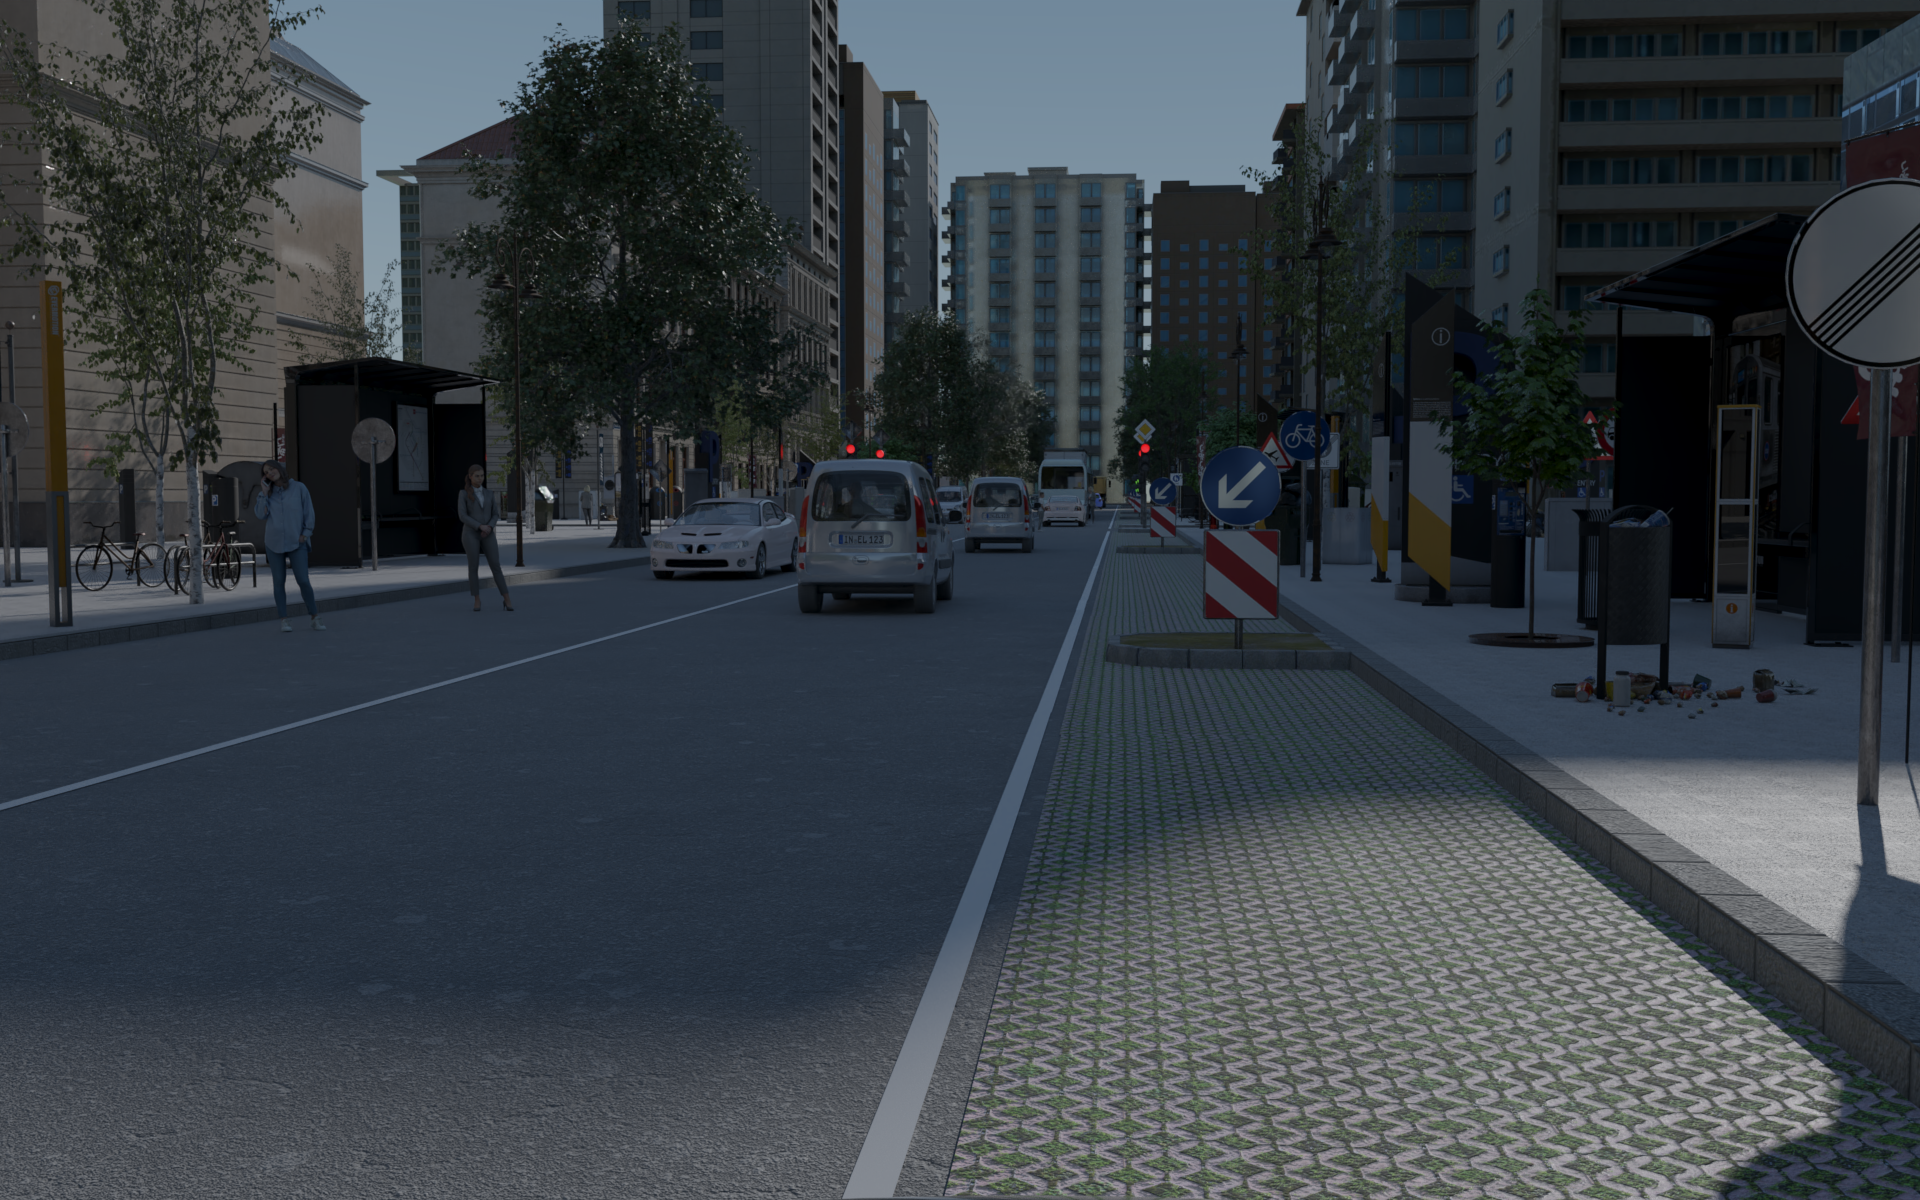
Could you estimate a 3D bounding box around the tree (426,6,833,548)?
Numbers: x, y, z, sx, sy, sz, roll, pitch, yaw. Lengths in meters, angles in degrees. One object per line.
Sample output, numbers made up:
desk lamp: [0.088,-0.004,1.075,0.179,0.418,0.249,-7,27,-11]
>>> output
tree: [-7.955,-7.603,41.314,9.611,12.733,9.660,0,3,0]

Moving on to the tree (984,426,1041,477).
tree: [6.767,-16.395,202.467,7.601,10.594,8.767,1,4,21]

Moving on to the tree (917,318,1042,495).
tree: [0.484,-12.830,120.132,12.009,13.543,11.850,0,3,0]

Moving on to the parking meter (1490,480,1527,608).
parking meter: [6.198,-0.682,19.561,0.372,1.533,0.369,0,3,0]

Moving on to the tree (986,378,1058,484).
tree: [6.253,-17.328,189.966,9.857,13.997,8.962,0,3,0]

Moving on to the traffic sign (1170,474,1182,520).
traffic sign: [10.749,-5.137,86.114,0.606,2.300,0.079,1,4,12]

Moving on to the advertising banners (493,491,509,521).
advertising banners: [-22.735,-5.353,83.706,2.074,3.025,0.090,-1,4,-10]

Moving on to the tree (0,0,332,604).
tree: [-9.074,-4.247,19.801,4.360,8.622,3.978,0,3,0]

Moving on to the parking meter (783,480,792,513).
parking meter: [-6.701,-3.742,66.901,0.399,1.863,0.255,3,4,37]

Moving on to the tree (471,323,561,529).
tree: [-15.820,-6.958,64.131,4.360,8.622,3.978,0,3,0]

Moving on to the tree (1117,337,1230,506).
tree: [14.273,-11.643,116.112,9.928,11.665,9.643,0,3,0]

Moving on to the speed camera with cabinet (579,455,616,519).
speed camera with cabinet: [-18.340,-5.733,88.063,2.038,3.252,0.660,1,4,13]

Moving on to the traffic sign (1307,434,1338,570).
traffic sign: [6.035,-1.645,29.021,0.606,2.300,0.079,1,4,12]

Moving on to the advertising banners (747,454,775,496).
advertising banners: [-8.491,-4.893,76.188,2.074,3.025,0.090,-3,4,-38]

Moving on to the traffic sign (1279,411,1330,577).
traffic sign: [5.281,-1.620,26.601,0.768,2.556,0.104,0,4,6]

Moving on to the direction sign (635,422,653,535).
direction sign: [-9.917,-3.818,54.420,0.876,3.537,0.379,3,5,43]

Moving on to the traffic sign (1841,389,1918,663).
traffic sign: [7.130,-0.803,13.125,0.884,2.594,0.081,1,4,12]

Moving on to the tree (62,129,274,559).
tree: [-15.834,-5.132,34.267,4.737,8.622,4.395,0,3,0]

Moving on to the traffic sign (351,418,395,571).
traffic sign: [-9.800,-1.763,28.927,0.768,2.556,0.104,0,4,6]

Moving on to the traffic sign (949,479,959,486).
traffic sign: [-0.381,-6.619,110.346,0.606,2.300,0.079,1,4,10]

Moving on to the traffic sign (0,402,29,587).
traffic sign: [-13.205,-1.458,23.945,0.768,2.556,0.104,1,4,13]

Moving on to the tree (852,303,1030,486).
tree: [-1.905,-11.428,103.858,9.611,12.733,9.660,0,3,0]

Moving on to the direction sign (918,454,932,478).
direction sign: [-1.962,-6.447,97.405,0.876,3.537,0.379,-2,4,-25]

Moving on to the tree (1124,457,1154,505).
tree: [23.085,-16.852,209.937,7.601,10.594,8.767,0,4,-3]

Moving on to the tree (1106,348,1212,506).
tree: [15.873,-13.369,135.588,9.611,12.733,9.660,0,3,0]

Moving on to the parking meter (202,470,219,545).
parking meter: [-18.058,-2.207,41.797,0.399,1.863,0.255,3,5,41]

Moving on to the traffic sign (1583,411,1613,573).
traffic sign: [9.873,-1.665,27.234,0.884,2.594,0.081,1,4,11]

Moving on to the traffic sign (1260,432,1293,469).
traffic sign: [6.512,-2.218,36.271,0.884,2.594,0.081,1,4,9]

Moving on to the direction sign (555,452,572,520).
direction sign: [-19.734,-5.764,86.233,0.876,3.537,0.379,1,4,16]

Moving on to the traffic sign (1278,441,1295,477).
traffic sign: [7.617,-2.524,41.379,0.768,2.556,0.104,1,4,9]

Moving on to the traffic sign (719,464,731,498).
traffic sign: [-8.128,-3.498,59.328,0.606,2.300,0.079,1,4,13]

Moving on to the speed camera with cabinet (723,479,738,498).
speed camera with cabinet: [-11.888,-5.862,90.173,0.660,3.252,2.038,-3,5,-44]

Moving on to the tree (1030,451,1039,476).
tree: [1.992,-14.153,148.404,9.611,12.733,9.660,0,3,0]

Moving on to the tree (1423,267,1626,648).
tree: [5.035,-1.240,14.868,1.663,3.219,1.824,0,3,0]

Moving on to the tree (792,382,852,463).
tree: [-8.913,-9.999,113.841,4.737,8.622,4.395,0,3,0]

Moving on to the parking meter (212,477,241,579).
parking meter: [-11.146,-1.094,26.300,0.372,1.533,0.369,0,3,0]

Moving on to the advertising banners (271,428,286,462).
advertising banners: [-18.649,-3.029,45.716,2.074,3.025,0.090,0,4,2]

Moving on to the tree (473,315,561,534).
tree: [-13.663,-6.421,55.353,4.737,8.622,4.395,0,3,0]

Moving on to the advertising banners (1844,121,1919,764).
advertising banners: [4.642,-0.702,7.658,0.090,3.025,2.074,-1,4,-14]

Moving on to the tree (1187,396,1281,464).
tree: [9.354,-4.560,58.275,4.285,4.588,4.351,0,3,0]

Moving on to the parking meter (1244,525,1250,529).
parking meter: [10.250,-3.469,62.428,0.399,1.863,0.255,-1,4,-17]

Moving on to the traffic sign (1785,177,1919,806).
traffic sign: [3.756,-0.427,7.088,0.768,2.556,0.104,1,4,13]

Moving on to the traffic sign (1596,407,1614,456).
traffic sign: [9.463,-1.508,24.769,0.768,2.556,0.104,0,4,7]

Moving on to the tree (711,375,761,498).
tree: [-13.073,-8.979,97.170,4.737,8.622,4.395,0,3,0]

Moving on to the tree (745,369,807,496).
tree: [-11.112,-9.268,101.899,4.360,8.622,3.978,0,3,0]

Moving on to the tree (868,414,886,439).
tree: [-5.691,-11.899,144.902,4.360,8.622,3.978,0,3,0]

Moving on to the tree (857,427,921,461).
tree: [-3.616,-6.203,85.126,4.285,4.588,4.351,0,3,0]

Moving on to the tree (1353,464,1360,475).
tree: [21.201,-6.052,93.558,1.663,3.219,1.824,0,3,0]

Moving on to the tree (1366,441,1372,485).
tree: [21.629,-6.260,86.065,4.285,4.588,4.351,0,3,0]

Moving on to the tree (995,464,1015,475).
tree: [4.434,-13.536,171.680,4.737,8.622,4.395,0,3,0]

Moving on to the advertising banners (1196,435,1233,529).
advertising banners: [7.543,-3.368,51.251,0.090,3.025,2.074,-2,4,-24]

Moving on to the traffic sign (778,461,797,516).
traffic sign: [-6.560,-4.023,65.883,0.768,2.556,0.104,1,4,12]

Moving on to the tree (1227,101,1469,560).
tree: [7.293,-5.064,33.163,4.737,8.622,4.395,0,3,0]

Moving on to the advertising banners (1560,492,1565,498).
advertising banners: [28.573,-5.226,81.634,2.074,3.025,0.090,3,5,39]

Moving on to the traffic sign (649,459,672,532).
traffic sign: [-9.845,-3.409,56.928,0.795,2.450,0.064,1,4,10]

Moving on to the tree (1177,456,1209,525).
tree: [10.845,-5.072,77.535,1.663,3.219,1.824,0,3,0]

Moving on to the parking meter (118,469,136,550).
parking meter: [-19.334,-2.110,40.214,0.255,1.863,0.399,-3,5,-44]
